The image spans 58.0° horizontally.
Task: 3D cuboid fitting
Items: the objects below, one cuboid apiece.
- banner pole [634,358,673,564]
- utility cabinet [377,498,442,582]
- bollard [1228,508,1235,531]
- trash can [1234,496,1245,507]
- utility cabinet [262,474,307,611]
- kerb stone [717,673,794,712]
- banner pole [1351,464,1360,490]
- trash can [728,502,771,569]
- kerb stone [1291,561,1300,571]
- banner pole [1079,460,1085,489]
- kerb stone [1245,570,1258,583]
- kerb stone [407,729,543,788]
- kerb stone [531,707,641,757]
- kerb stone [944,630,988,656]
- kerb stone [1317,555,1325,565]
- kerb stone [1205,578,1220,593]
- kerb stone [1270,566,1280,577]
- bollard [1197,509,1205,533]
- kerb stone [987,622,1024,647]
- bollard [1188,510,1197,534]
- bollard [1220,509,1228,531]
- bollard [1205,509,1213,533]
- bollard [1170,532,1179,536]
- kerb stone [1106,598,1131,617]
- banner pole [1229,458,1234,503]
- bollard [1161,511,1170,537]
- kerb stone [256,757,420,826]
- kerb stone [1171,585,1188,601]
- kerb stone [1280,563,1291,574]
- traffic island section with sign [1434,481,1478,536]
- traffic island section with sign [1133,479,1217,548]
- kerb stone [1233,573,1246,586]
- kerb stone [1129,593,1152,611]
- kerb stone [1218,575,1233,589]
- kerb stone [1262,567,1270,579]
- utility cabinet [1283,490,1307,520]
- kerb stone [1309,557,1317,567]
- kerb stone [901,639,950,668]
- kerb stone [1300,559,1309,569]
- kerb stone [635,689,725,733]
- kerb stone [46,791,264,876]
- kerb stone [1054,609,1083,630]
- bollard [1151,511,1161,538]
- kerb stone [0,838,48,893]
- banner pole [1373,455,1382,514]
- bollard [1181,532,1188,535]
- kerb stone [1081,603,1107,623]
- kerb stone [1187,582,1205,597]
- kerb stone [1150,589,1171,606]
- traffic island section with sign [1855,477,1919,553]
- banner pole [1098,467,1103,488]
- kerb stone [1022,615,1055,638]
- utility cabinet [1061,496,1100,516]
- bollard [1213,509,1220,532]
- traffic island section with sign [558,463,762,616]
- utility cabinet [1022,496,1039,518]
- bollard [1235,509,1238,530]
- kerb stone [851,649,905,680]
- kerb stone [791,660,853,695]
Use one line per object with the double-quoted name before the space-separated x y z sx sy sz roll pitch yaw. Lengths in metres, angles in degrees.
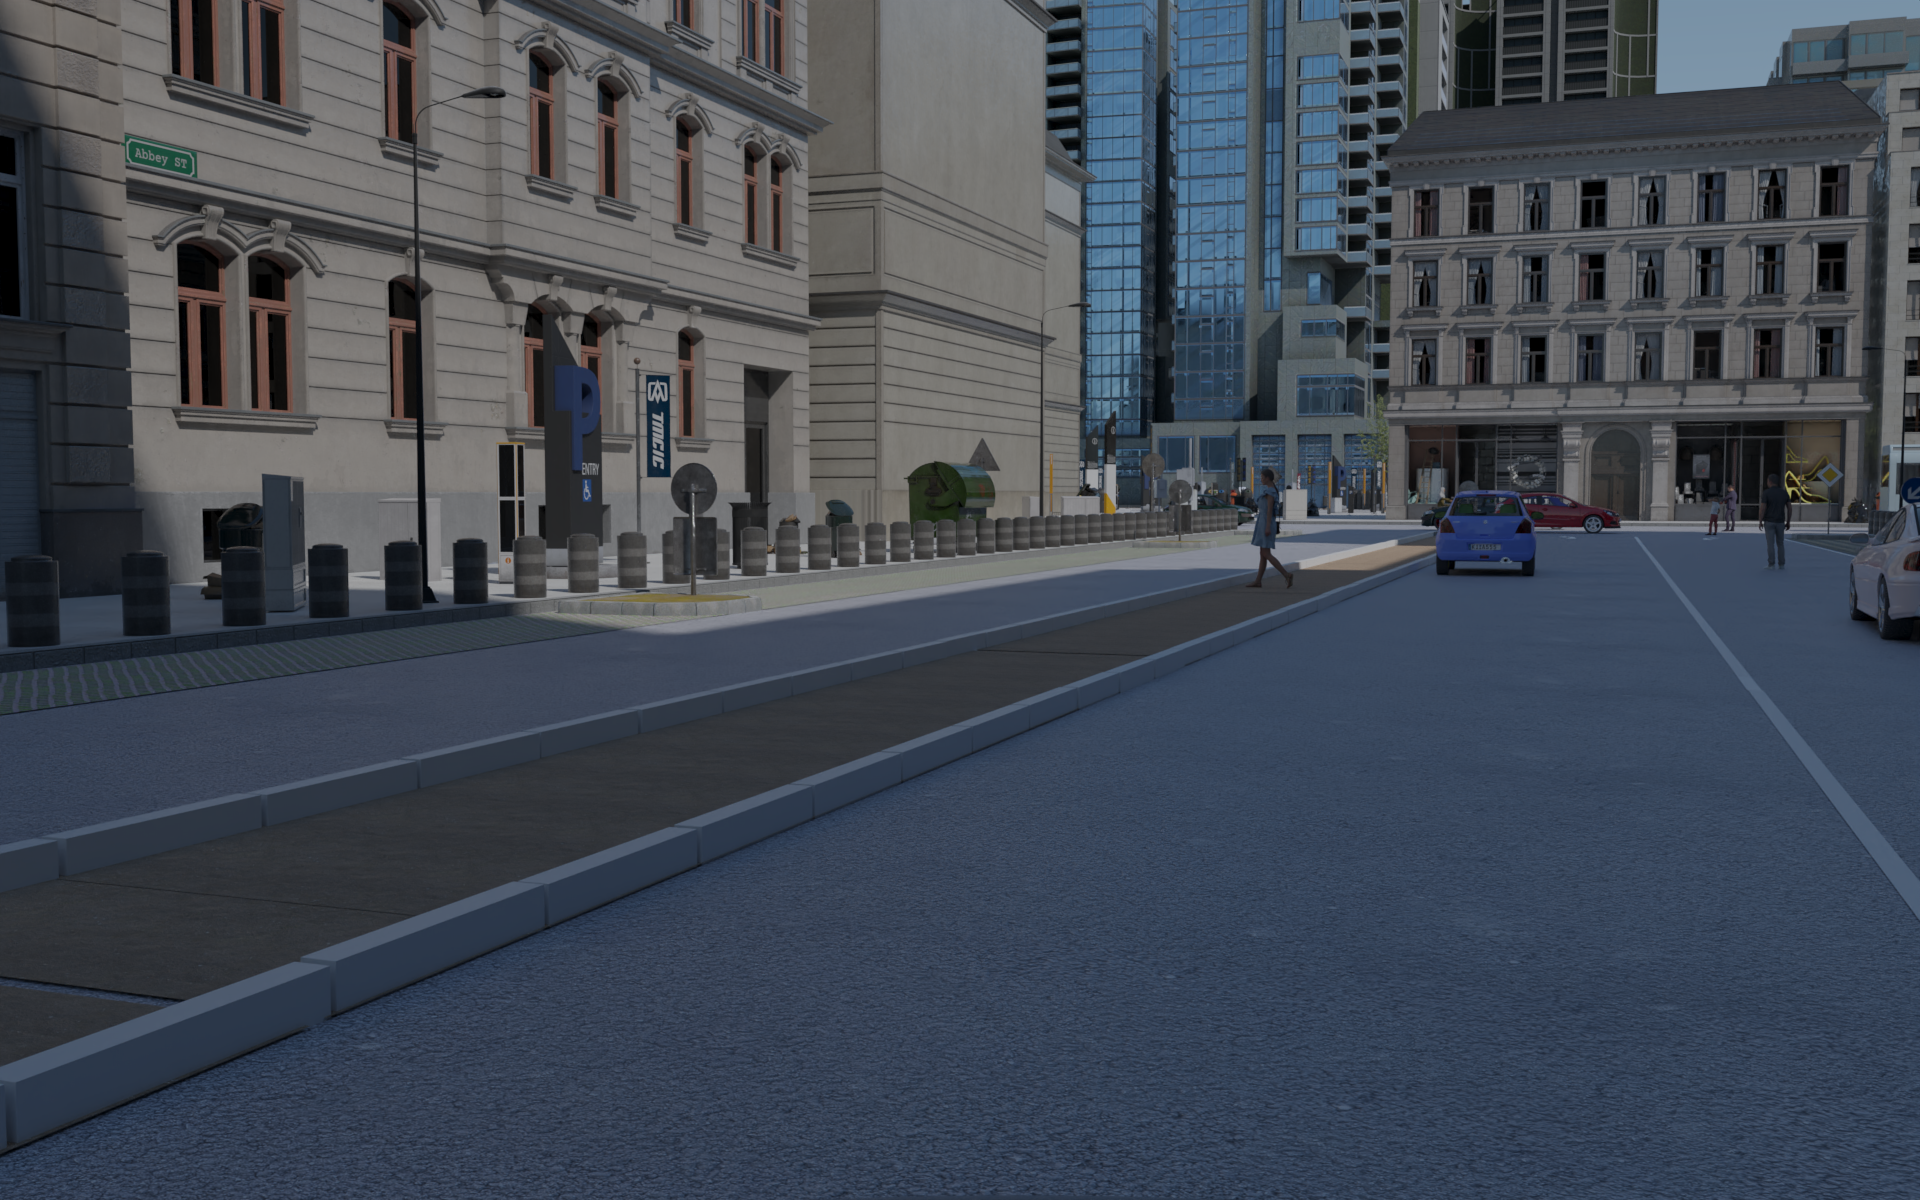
"banner pole" -5.716 -2.566 31.973 0.863 3.779 0.401 -2 4 -28
"utility cabinet" -8.162 -0.888 25.676 1.020 1.237 0.306 2 4 30
"bollard" 9.346 -2.832 61.024 0.404 0.777 0.398 0 3 0
"trash can" 16.443 -5.525 101.991 0.748 1.137 0.748 0 3 0
"utility cabinet" -7.488 -0.646 19.243 0.318 1.500 1.173 -1 4 -14
"kerb stone" -1.418 0.638 11.759 0.120 0.150 1.000 1 4 20
"banner pole" 33.204 -9.496 145.272 0.863 3.779 0.401 1 4 11
"trash can" -3.614 -1.110 29.800 0.748 1.137 0.748 0 3 0
"kerb stone" 6.085 -0.598 31.984 0.120 0.150 1.000 1 4 20
"banner pole" 7.580 -7.351 110.205 0.863 3.779 0.401 -1 4 -21
"kerb stone" 4.656 -0.363 28.128 0.120 0.150 1.000 1 4 20
"kerb stone" -2.489 0.815 8.864 0.120 0.150 1.000 1 4 20
"kerb stone" -2.140 0.756 9.830 0.120 0.150 1.000 1 4 20
"kerb stone" 0.007 0.403 15.614 0.120 0.150 1.000 1 4 20
"kerb stone" 7.159 -0.770 34.883 0.120 0.150 1.000 1 4 20
"kerb stone" 3.584 -0.184 25.241 0.120 0.150 1.000 1 4 20
"kerb stone" 5.367 -0.481 30.055 0.120 0.150 1.000 1 4 20
"bollard" 7.669 -2.556 56.503 0.404 0.777 0.398 0 3 0
"kerb stone" 0.370 0.346 16.573 0.120 0.150 1.000 1 4 20
"bollard" 7.251 -2.487 55.376 0.404 0.777 0.398 0 3 0
"bollard" 8.923 -2.763 59.887 0.404 0.777 0.398 0 3 0
"bollard" 8.084 -2.625 57.635 0.404 0.777 0.398 0 3 0
"bollard" 6.408 -2.348 53.113 0.404 0.777 0.398 0 3 0
"kerb stone" 1.799 0.108 20.424 0.120 0.150 1.000 1 4 20
"banner pole" 18.825 -7.955 120.073 0.401 3.779 0.863 -1 4 -17
"bollard" 5.995 -2.279 51.978 0.404 0.777 0.398 0 3 0
"kerb stone" -2.848 0.878 7.905 0.120 0.150 1.000 1 4 20
"kerb stone" 2.869 -0.069 23.320 0.120 0.150 1.000 1 4 20
"kerb stone" 5.731 -0.540 31.023 0.120 0.150 1.000 1 4 20
"traffic island section with sign" 17.310 -3.122 59.176 2.006 1.907 1.989 1 4 20
"traffic island section with sign" 5.842 -2.315 46.485 1.989 1.847 2.006 1 4 20
"kerb stone" 4.295 -0.304 27.169 0.120 0.150 1.000 1 4 20
"kerb stone" 2.154 0.050 21.386 0.120 0.150 1.000 1 4 20
"kerb stone" 3.932 -0.245 26.204 0.120 0.150 1.000 1 4 20
"kerb stone" 5.009 -0.421 29.090 0.120 0.150 1.000 1 4 20
"utility cabinet" 16.505 -4.690 85.364 1.173 1.500 0.318 -1 4 -20
"kerb stone" 6.805 -0.714 33.921 0.120 0.150 1.000 1 4 20
"kerb stone" -0.341 0.465 14.650 0.120 0.150 1.000 1 4 20
"kerb stone" 6.445 -0.658 32.953 0.120 0.150 1.000 1 4 20
"kerb stone" -1.773 0.697 10.797 0.120 0.150 1.000 1 4 20
"kerb stone" -3.209 0.933 6.937 0.120 0.150 1.000 1 4 20
"kerb stone" 1.084 0.226 18.496 0.120 0.150 1.000 1 4 20
"bollard" 5.574 -2.210 50.853 0.404 0.777 0.398 0 3 0
"kerb stone" -3.568 0.993 5.965 0.120 0.150 1.000 1 4 20
"banner pole" 26.692 -7.388 110.810 0.863 3.779 0.401 -2 4 -29
"bollard" 6.832 -2.418 54.244 0.404 0.777 0.398 0 3 0
"kerb stone" 1.433 0.167 19.462 0.120 0.150 1.000 1 4 20
"kerb stone" 3.231 -0.127 24.279 0.120 0.150 1.000 1 4 20
"kerb stone" 2.513 -0.010 22.358 0.120 0.150 1.000 1 4 20
"traffic island section with sign" 22.545 -1.998 41.293 1.989 1.847 2.006 1 4 20
"banner pole" 11.256 -9.198 140.408 0.863 3.779 0.401 -2 4 -30
"kerb stone" 0.732 0.286 17.534 0.120 0.150 1.000 1 4 20
"utility cabinet" 3.251 -2.181 46.825 1.020 1.237 0.306 -1 4 -10
"bollard" 8.507 -2.694 58.760 0.404 0.777 0.398 0 3 0
"traffic island section with sign" -3.530 -0.769 21.205 1.989 1.847 2.006 1 4 20
"utility cabinet" 2.000 -2.307 48.881 0.306 1.237 1.020 -1 4 -10
"bollard" 9.765 -2.901 62.151 0.404 0.777 0.398 0 3 0
"kerb stone" -0.703 0.524 13.683 0.120 0.150 1.000 1 4 20
"kerb stone" -1.061 0.582 12.722 0.120 0.150 1.000 1 4 20
